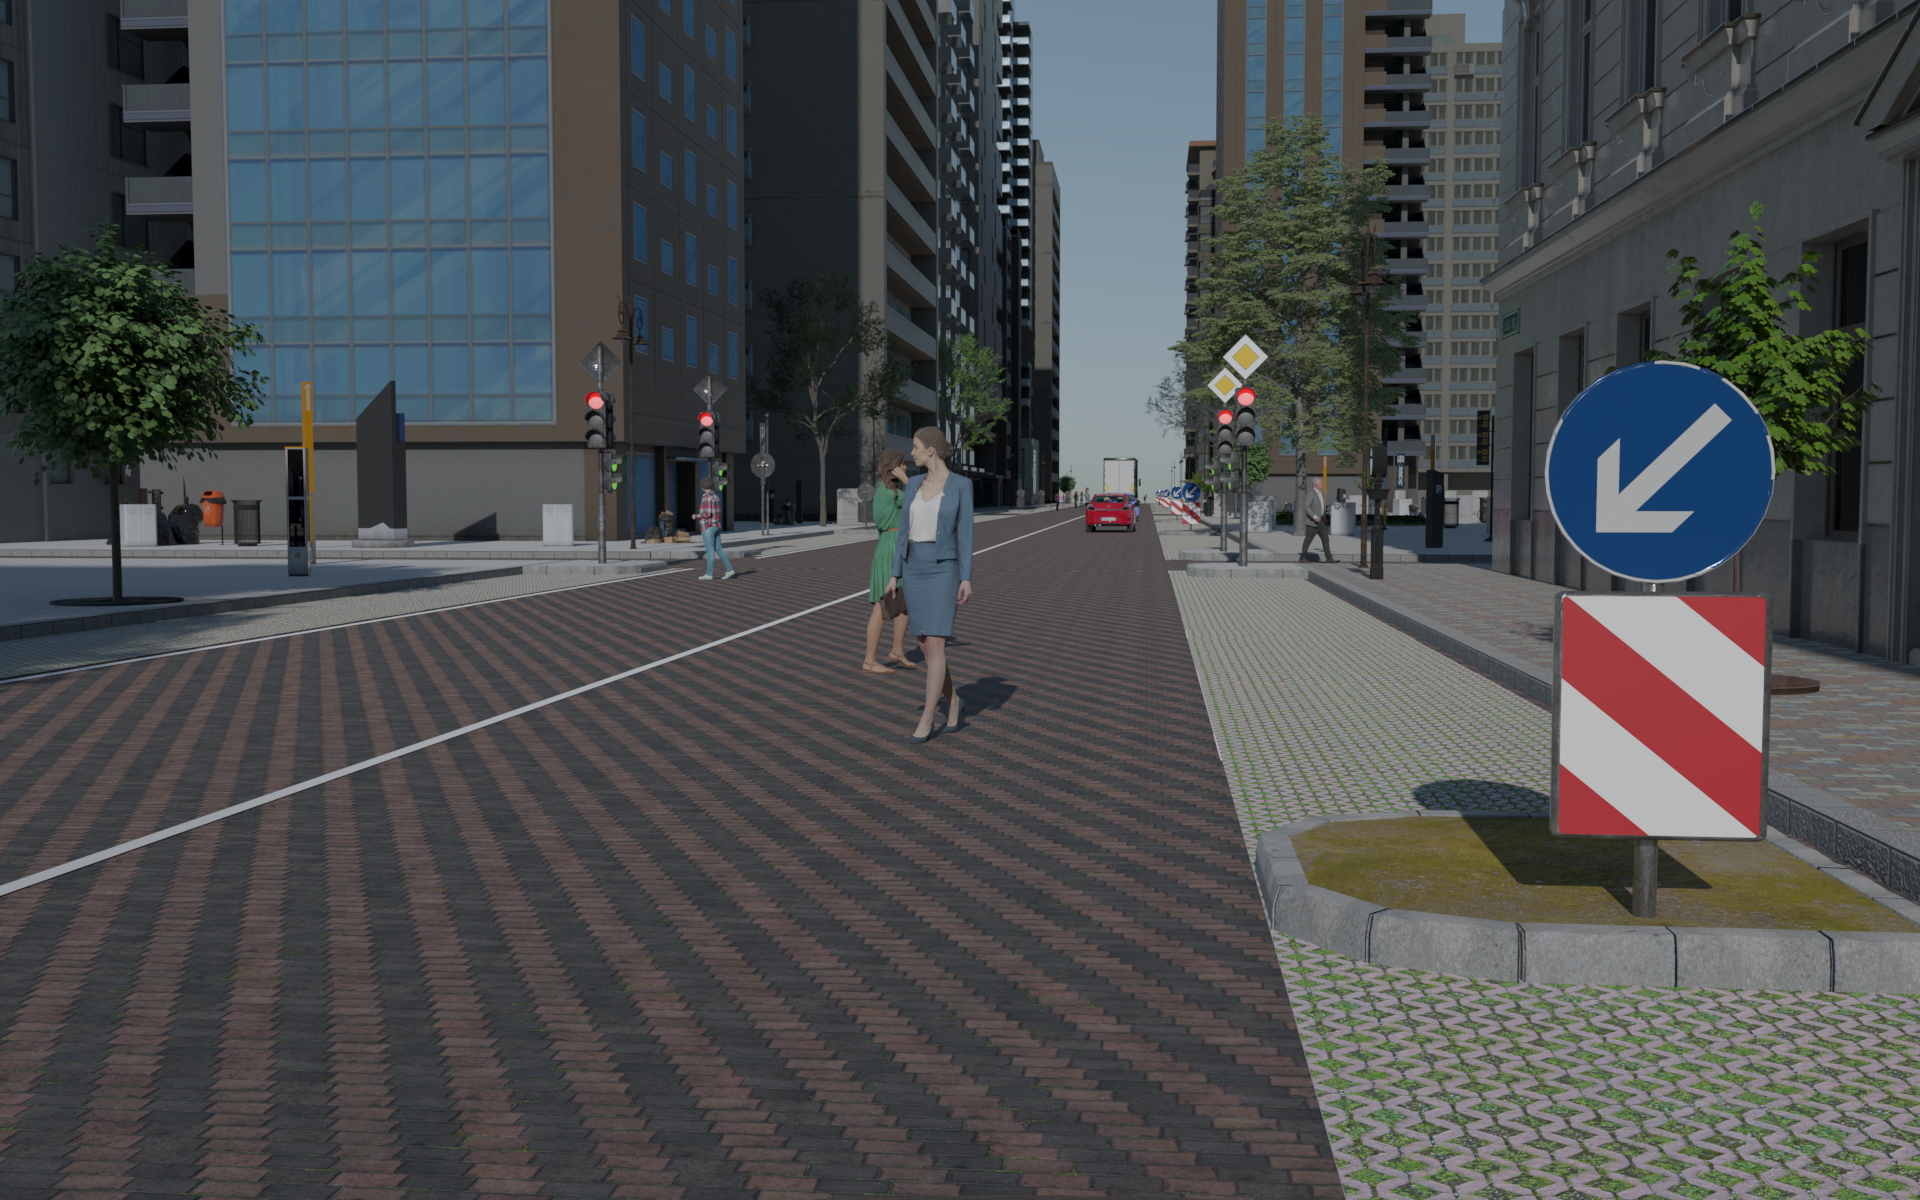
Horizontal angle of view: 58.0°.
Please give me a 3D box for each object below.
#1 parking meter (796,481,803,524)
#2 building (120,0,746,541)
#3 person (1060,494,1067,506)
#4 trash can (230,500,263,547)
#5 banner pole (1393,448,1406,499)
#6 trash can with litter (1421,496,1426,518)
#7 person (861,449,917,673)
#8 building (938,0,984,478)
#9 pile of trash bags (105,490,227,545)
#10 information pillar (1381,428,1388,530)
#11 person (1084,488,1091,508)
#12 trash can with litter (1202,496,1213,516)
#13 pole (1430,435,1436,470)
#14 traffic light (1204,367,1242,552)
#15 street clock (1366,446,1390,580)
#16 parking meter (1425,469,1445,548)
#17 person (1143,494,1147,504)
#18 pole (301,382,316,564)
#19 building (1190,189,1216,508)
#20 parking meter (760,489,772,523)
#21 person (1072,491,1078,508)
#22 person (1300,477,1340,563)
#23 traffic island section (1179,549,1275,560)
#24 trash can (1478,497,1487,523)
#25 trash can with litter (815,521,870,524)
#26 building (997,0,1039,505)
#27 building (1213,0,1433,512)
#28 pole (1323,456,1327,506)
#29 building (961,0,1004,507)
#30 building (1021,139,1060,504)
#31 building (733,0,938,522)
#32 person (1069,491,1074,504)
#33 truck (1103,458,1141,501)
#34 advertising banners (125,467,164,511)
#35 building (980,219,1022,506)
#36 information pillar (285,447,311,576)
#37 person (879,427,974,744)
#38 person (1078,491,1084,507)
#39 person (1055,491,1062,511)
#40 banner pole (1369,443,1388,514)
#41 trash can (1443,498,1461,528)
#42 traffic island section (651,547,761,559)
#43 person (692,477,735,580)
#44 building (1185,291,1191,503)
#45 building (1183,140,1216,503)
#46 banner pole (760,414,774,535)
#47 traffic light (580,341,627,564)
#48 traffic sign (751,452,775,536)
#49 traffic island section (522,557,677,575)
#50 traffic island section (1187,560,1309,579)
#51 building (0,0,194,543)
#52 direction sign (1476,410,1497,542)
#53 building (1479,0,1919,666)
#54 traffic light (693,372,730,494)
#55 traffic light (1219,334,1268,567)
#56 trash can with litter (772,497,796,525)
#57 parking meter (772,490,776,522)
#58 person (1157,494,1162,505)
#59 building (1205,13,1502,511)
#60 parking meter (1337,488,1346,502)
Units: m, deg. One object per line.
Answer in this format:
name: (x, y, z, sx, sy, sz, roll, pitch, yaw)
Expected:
parking meter: (-6.963, -4.245, 75.116, 0.255, 1.863, 0.399, 0, 4, 0)
building: (-15.095, -24.637, 52.931, 14.600, 45.320, 14.200, 0, 4, 6)
person: (11.986, -11.503, 199.798, 0.991, 1.433, 0.599, -2, 4, -32)
trash can: (-17.502, -1.888, 42.519, 0.748, 1.137, 0.748, 0, 3, 0)
banner pole: (23.627, -6.327, 93.460, 0.863, 3.779, 0.401, -1, 4, -12)
trash can with litter: (20.976, -4.175, 79.326, 2.233, 1.210, 1.678, -2, 4, -32)
person: (-0.565, -0.319, 13.957, 0.529, 1.795, 0.600, -2, 4, -26)
building: (-10.783, -31.251, 130.556, 23.786, 49.044, 30.456, 0, 4, 6)
pile of trash bags: (-19.928, -2.089, 43.900, 3.447, 1.369, 1.912, 2, 4, 24)
information pillar: (15.178, -4.317, 61.934, 0.183, 3.616, 0.504, 0, 4, 3)
person: (7.059, -5.251, 94.622, 0.573, 1.790, 0.520, -1, 4, -21)
trash can with litter: (14.159, -5.360, 99.030, 0.624, 1.170, 1.055, 0, 4, 8)
pole: (16.223, -4.012, 59.439, 0.158, 3.312, 0.155, 0, 3, 0)
traffic light: (5.868, -3.036, 38.561, 0.839, 4.253, 0.868, 0, 4, 6)
street clock: (6.271, -1.311, 26.010, 0.358, 2.002, 0.471, 0, 4, 8)
parking meter: (11.313, -2.174, 41.249, 0.399, 1.863, 0.255, -2, 4, -31)
person: (25.630, -13.928, 239.458, 0.421, 1.427, 0.697, -1, 4, -22)
pole: (-11.870, -2.307, 31.557, 0.158, 3.312, 0.155, 0, 3, 0)
building: (29.682, -24.106, 165.829, 14.160, 30.474, 14.107, 0, 4, 6)
parking meter: (-8.715, -4.191, 76.938, 0.372, 1.533, 0.369, 0, 3, 0)
person: (11.507, -10.045, 173.251, 0.721, 1.766, 1.217, -2, 4, -26)
person: (7.343, -1.619, 35.362, 0.834, 1.777, 0.661, 3, 4, 36)
traffic island section: (5.907, -1.002, 38.671, 2.009, 0.180, 2.903, 0, 4, 6)
trash can: (23.235, -3.961, 76.409, 0.748, 1.137, 0.748, 0, 3, 0)
trash can with litter: (-5.099, -3.871, 74.348, 2.233, 1.210, 1.678, 1, 4, 16)
building: (-1.030, -55.107, 213.667, 22.319, 86.520, 31.000, 0, 4, 6)
building: (25.876, -29.130, 126.393, 14.600, 45.320, 14.200, 0, 4, 6)
pole: (19.777, -6.118, 93.874, 0.158, 3.312, 0.155, 0, 3, 0)
building: (-10.355, -34.880, 159.523, 28.713, 52.752, 27.495, 0, 4, 6)
building: (2.707, -37.745, 240.827, 21.300, 48.544, 21.600, 0, 4, 6)
building: (-12.970, -28.553, 90.541, 21.300, 48.544, 21.600, 0, 4, 6)
person: (14.369, -13.306, 226.051, 1.348, 1.824, 0.705, 1, 4, 12)
truck: (12.969, -9.173, 138.893, 2.839, 4.237, 11.283, 0, 4, 7)
advertising banners: (-21.899, -3.072, 46.410, 0.090, 3.025, 2.074, 0, 4, 2)
building: (-1.027, -25.054, 181.339, 14.160, 30.474, 14.107, 0, 4, 6)
information pillar: (-10.336, -1.380, 27.050, 0.304, 2.012, 0.304, -1, 4, -11)
person: (-0.119, -0.100, 10.151, 0.581, 1.822, 0.654, 3, 5, 44)
person: (13.286, -11.026, 189.501, 1.217, 1.735, 0.721, -1, 4, -13)
person: (8.389, -8.465, 147.586, 0.721, 1.739, 1.217, -2, 4, -25)
banner pole: (18.142, -5.206, 75.135, 0.863, 3.779, 0.401, -1, 4, -9)
trash can: (18.399, -3.260, 64.960, 0.748, 1.137, 0.748, 0, 3, 0)
traffic island section: (-5.766, -1.080, 39.933, 2.009, 0.180, 2.903, 0, 4, 6)
person: (-4.144, -1.206, 29.052, 0.643, 1.720, 0.563, 1, 4, 17)
building: (37.490, -28.245, 233.506, 14.160, 30.474, 14.107, 0, 4, 6)
building: (38.461, -34.001, 210.547, 22.147, 44.769, 28.867, 0, 4, 6)
banner pole: (-6.052, -3.894, 53.689, 0.401, 3.779, 0.863, 1, 4, 15)
traffic light: (-6.585, -2.626, 31.855, 0.839, 4.253, 0.868, 0, 4, 6)
traffic sign: (-6.043, -3.237, 53.029, 0.768, 2.556, 0.104, 1, 4, 10)
traffic island section: (-6.624, -0.594, 31.994, 2.009, 0.180, 2.903, 0, 4, 6)
traffic island section: (5.049, -0.517, 30.732, 2.009, 0.180, 2.903, 0, 4, 6)
building: (-31.179, -22.378, 49.474, 14.086, 41.232, 14.154, 0, 4, 6)
direction sign: (14.359, -3.348, 46.739, 0.876, 3.537, 0.379, 3, 4, 38)
building: (14.441, -14.039, 5.952, 17.030, 29.872, 44.131, 0, 4, 6)
traffic light: (-5.727, -3.111, 39.794, 0.839, 4.253, 0.868, 0, 4, 6)
traffic light: (5.010, -2.551, 30.622, 0.839, 4.253, 0.868, 0, 4, 6)
trash can with litter: (-7.282, -3.665, 71.312, 1.055, 1.170, 0.624, 2, 4, 30)
parking meter: (-8.390, -4.215, 77.327, 0.372, 1.533, 0.369, 0, 3, 0)
person: (25.137, -12.700, 216.698, 0.990, 1.755, 0.434, 2, 4, 34)
building: (37.013, -27.706, 144.879, 32.217, 40.220, 23.993, 0, 4, 6)
parking meter: (16.431, -4.052, 74.656, 0.372, 1.533, 0.369, 0, 3, 0)
